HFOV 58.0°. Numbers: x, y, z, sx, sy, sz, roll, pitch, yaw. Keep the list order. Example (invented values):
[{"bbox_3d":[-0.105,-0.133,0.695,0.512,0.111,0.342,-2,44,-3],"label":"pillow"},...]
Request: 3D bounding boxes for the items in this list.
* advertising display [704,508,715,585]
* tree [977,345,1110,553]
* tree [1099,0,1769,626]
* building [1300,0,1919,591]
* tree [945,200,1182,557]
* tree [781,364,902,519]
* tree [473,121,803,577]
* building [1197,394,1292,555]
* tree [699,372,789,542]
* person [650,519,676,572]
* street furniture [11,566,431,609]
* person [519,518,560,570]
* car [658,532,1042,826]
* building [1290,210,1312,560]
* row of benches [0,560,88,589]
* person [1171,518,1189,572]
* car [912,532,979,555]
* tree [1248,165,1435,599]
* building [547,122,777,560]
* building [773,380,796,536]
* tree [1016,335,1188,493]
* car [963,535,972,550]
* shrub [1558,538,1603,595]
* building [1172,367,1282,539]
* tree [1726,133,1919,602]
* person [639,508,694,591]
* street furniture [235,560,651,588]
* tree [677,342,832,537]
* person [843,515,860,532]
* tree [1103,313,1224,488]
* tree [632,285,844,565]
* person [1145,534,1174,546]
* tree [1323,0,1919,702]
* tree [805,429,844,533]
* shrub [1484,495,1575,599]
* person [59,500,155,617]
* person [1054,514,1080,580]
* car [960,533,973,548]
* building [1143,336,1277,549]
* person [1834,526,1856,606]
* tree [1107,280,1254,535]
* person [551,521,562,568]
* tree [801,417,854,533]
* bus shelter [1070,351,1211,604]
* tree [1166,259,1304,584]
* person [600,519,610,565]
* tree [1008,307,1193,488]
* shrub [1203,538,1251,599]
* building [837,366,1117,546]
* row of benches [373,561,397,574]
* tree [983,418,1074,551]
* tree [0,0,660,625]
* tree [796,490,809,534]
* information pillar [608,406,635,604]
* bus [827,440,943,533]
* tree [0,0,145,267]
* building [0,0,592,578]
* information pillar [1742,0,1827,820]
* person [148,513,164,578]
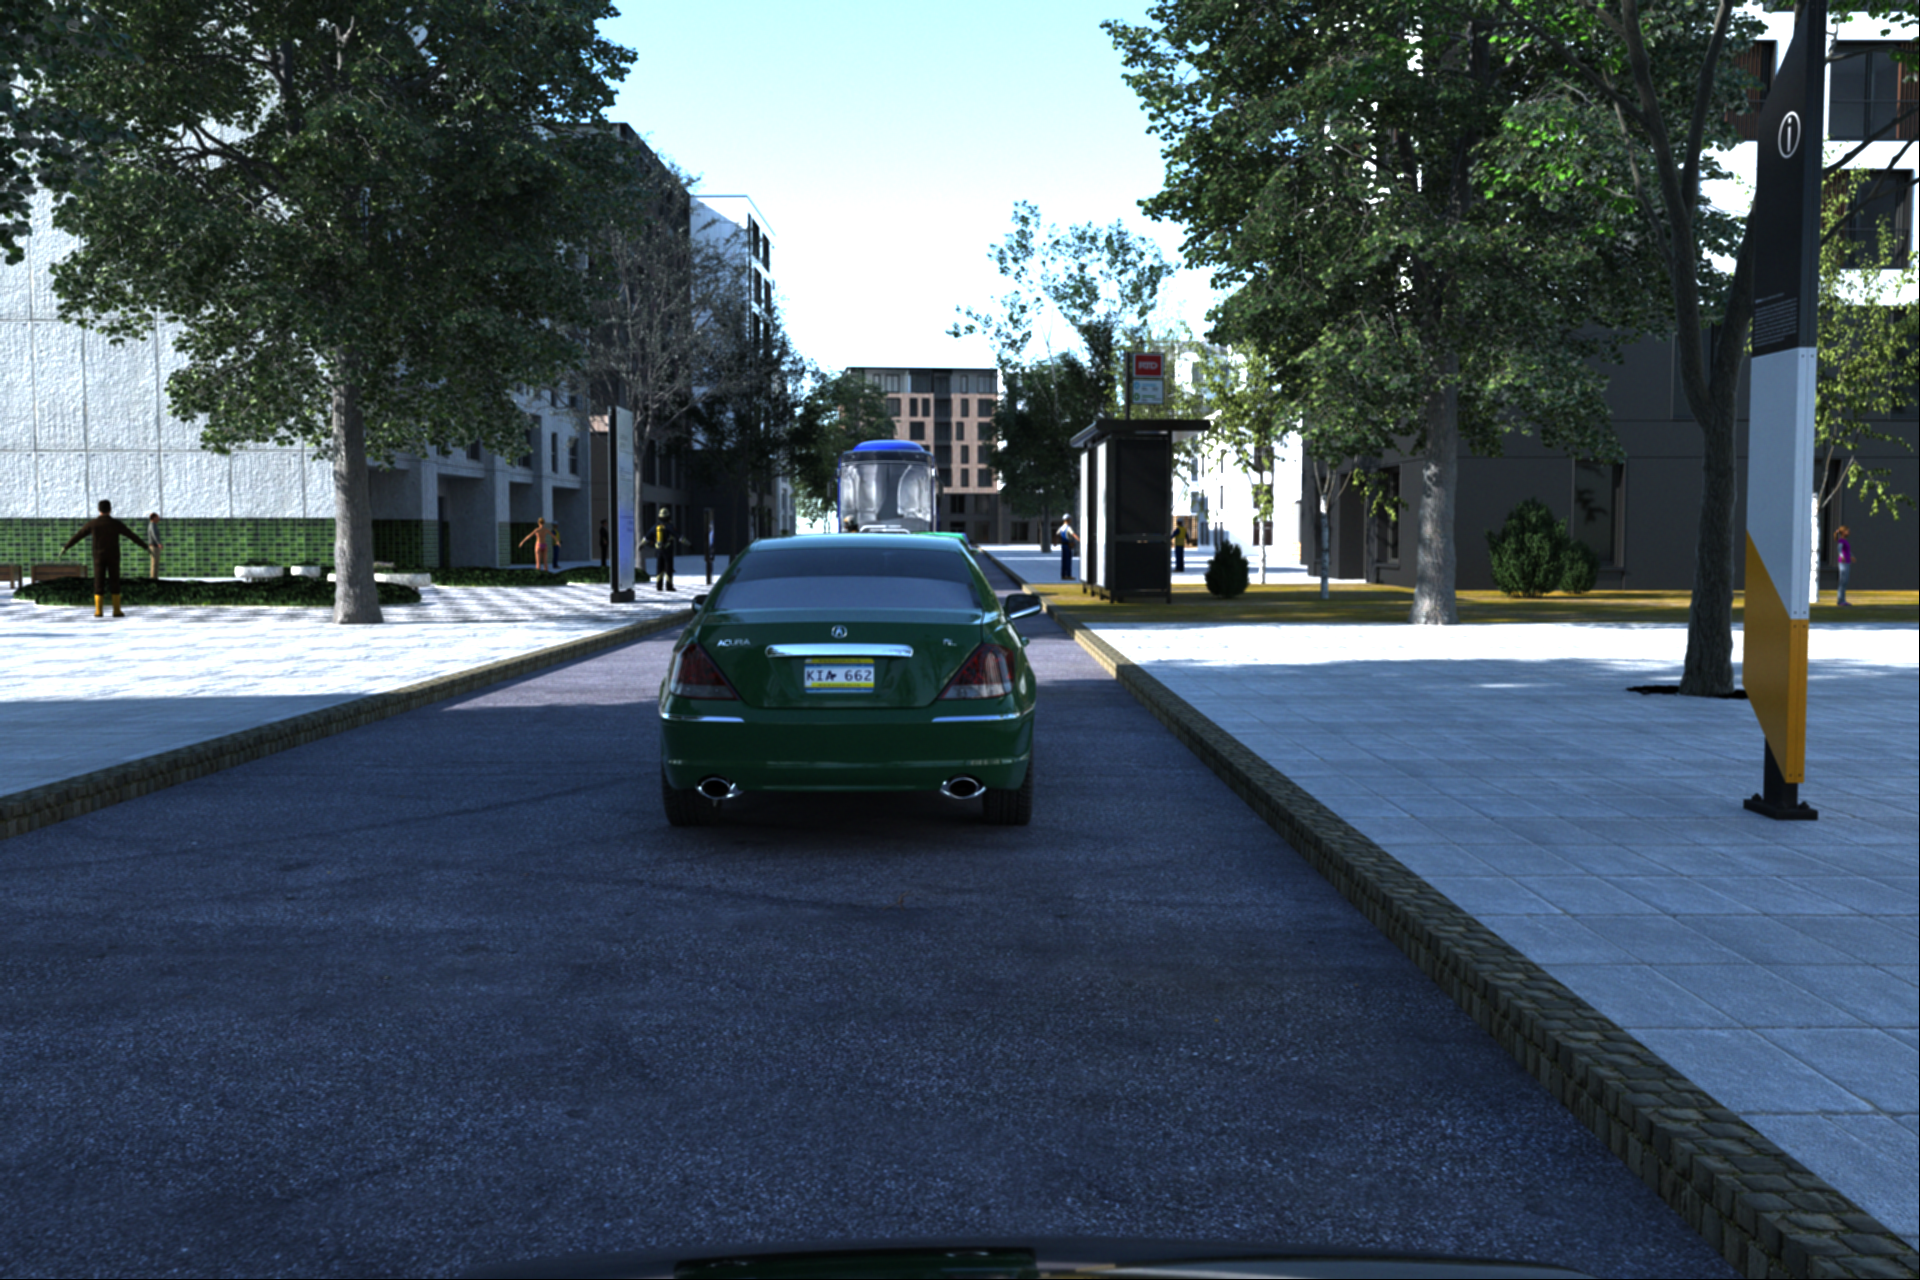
[{"bbox_3d":[-6.357,-2.369,43.946,0.123,1.923,0.974,0,4,0],"label":"advertising display"},{"bbox_3d":[5.981,-12.952,118.416,9.857,13.997,8.962,0,3,0],"label":"tree"},{"bbox_3d":[6.791,-7.198,24.342,9.857,13.997,8.962,0,3,0],"label":"tree"},{"bbox_3d":[24.605,-12.899,54.867,27.936,21.610,32.646,0,3,0],"label":"building"},{"bbox_3d":[5.808,-14.849,98.663,12.611,20.169,13.585,0,3,0],"label":"tree"},{"bbox_3d":[-8.908,-13.756,131.565,9.857,13.997,8.962,0,3,0],"label":"tree"},{"bbox_3d":[-9.642,-8.635,51.558,12.009,13.543,11.850,0,3,0],"label":"tree"},{"bbox_3d":[20.534,-9.879,103.674,9.099,9.664,28.070,0,4,0],"label":"building"},{"bbox_3d":[-8.751,-7.566,74.060,4.360,8.622,3.978,0,3,0],"label":"tree"},{"bbox_3d":[-9.751,-3.164,57.951,1.346,1.802,0.704,-2,4,-31],"label":"person"},{"bbox_3d":[-14.803,-1.002,32.017,10.072,0.657,5.734,0,3,0],"label":"street furniture"},{"bbox_3d":[-11.717,-2.542,48.368,1.217,1.733,0.721,-3,4,-38],"label":"person"},{"bbox_3d":[-0.557,0.113,9.950,2.131,1.459,4.920,0,4,-1],"label":"car"},{"bbox_3d":[21.806,-14.058,86.266,16.016,20.090,11.380,0,4,0],"label":"building"},{"bbox_3d":[-22.508,-1.531,40.493,4.104,0.672,1.422,-1,4,-11],"label":"row of benches"},{"bbox_3d":[7.399,-3.217,58.564,0.705,1.833,1.349,3,5,41],"label":"person"},{"bbox_3d":[-0.559,-1.717,36.868,1.959,1.807,4.718,0,4,-1],"label":"car"},{"bbox_3d":[7.292,-5.104,33.808,4.737,8.622,4.395,0,3,0],"label":"tree"},{"bbox_3d":[-26.779,-15.828,102.762,27.936,21.610,32.646,0,4,1],"label":"building"},{"bbox_3d":[-27.527,-19.435,184.217,16.747,18.905,31.486,0,4,1],"label":"building"},{"bbox_3d":[6.545,-8.935,80.506,8.767,10.594,7.601,1,4,11],"label":"tree"},{"bbox_3d":[-0.345,-4.778,90.123,2.014,1.417,4.499,0,4,-1],"label":"car"},{"bbox_3d":[13.122,-1.572,36.823,1.383,1.207,1.383,0,3,0],"label":"shrub"},{"bbox_3d":[26.175,-20.141,185.727,16.016,20.090,11.380,0,3,0],"label":"building"},{"bbox_3d":[16.057,-4.997,32.066,4.737,8.622,4.395,0,3,0],"label":"tree"},{"bbox_3d":[-6.617,-2.023,38.862,1.354,1.856,0.705,1,4,16],"label":"person"},{"bbox_3d":[-13.058,-1.721,43.763,10.072,0.657,5.734,0,4,-2],"label":"street furniture"},{"bbox_3d":[-9.459,-9.007,81.679,7.601,10.594,8.767,1,4,17],"label":"tree"},{"bbox_3d":[-2.474,-1.889,39.110,0.705,1.858,1.354,0,4,-6],"label":"person"},{"bbox_3d":[6.651,-6.643,58.972,4.737,8.622,4.395,0,3,0],"label":"tree"},{"bbox_3d":[-8.712,-8.032,65.728,8.767,10.594,7.601,0,4,-7],"label":"tree"},{"bbox_3d":[6.130,-2.936,54.127,1.347,1.817,0.704,-3,4,-38],"label":"person"},{"bbox_3d":[5.863,-5.356,13.327,9.928,11.665,9.643,0,3,0],"label":"tree"},{"bbox_3d":[-9.105,-10.407,120.515,4.360,8.622,3.978,0,3,0],"label":"tree"},{"bbox_3d":[11.379,-1.870,34.617,1.661,2.075,1.752,0,3,0],"label":"shrub"},{"bbox_3d":[-13.190,-1.262,26.772,1.346,1.812,0.704,-1,4,-19],"label":"person"},{"bbox_3d":[3.020,-2.612,48.566,0.705,1.847,1.347,-3,4,-36],"label":"person"},{"bbox_3d":[-0.238,-5.192,94.487,1.945,1.707,3.694,0,4,1],"label":"car"},{"bbox_3d":[21.821,-18.919,165.739,16.016,20.090,11.380,0,4,0],"label":"building"},{"bbox_3d":[15.903,-1.331,31.029,0.599,1.433,0.991,3,4,37],"label":"person"},{"bbox_3d":[5.892,-6.126,50.519,4.360,8.622,3.978,0,3,0],"label":"tree"},{"bbox_3d":[-15.017,-3.560,64.668,0.721,1.772,1.216,0,4,-4],"label":"person"},{"bbox_3d":[-8.475,-9.732,109.476,4.737,8.622,4.395,0,3,0],"label":"tree"},{"bbox_3d":[3.477,-3.561,35.860,2.179,5.291,8.768,0,4,-1],"label":"bus shelter"},{"bbox_3d":[7.572,-5.751,44.393,4.737,8.622,4.395,0,3,0],"label":"tree"},{"bbox_3d":[-13.190,-3.572,64.343,0.705,1.837,1.347,0,4,-6],"label":"person"},{"bbox_3d":[5.895,-8.436,72.337,8.767,10.594,7.601,1,4,16],"label":"tree"},{"bbox_3d":[5.333,-1.434,34.562,1.383,1.207,1.383,0,3,0],"label":"shrub"},{"bbox_3d":[1.220,-22.978,222.124,32.646,21.610,27.936,0,4,-7],"label":"building"},{"bbox_3d":[-12.723,-1.383,38.070,1.422,0.672,4.104,-1,4,-17],"label":"row of benches"},{"bbox_3d":[5.972,-12.033,131.157,7.601,10.594,8.767,2,4,32],"label":"tree"},{"bbox_3d":[-8.593,-7.200,24.375,9.857,13.997,8.962,0,3,0],"label":"tree"},{"bbox_3d":[-20.218,-16.493,220.019,4.360,8.622,3.978,0,3,0],"label":"tree"},{"bbox_3d":[-6.378,-2.530,32.675,0.184,3.620,1.656,0,4,-1],"label":"information pillar"},{"bbox_3d":[-1.887,-3.520,49.095,2.896,3.916,12.251,0,4,0],"label":"bus"},{"bbox_3d":[-9.076,-6.299,9.650,9.857,13.997,8.962,0,3,0],"label":"tree"},{"bbox_3d":[-26.104,-12.213,66.137,16.747,18.905,31.486,0,4,1],"label":"building"},{"bbox_3d":[3.754,-1.012,7.902,0.183,3.616,0.504,0,4,1],"label":"information pillar"},{"bbox_3d":[-19.540,-2.192,42.104,0.705,1.796,1.348,-2,4,-29],"label":"person"}]
